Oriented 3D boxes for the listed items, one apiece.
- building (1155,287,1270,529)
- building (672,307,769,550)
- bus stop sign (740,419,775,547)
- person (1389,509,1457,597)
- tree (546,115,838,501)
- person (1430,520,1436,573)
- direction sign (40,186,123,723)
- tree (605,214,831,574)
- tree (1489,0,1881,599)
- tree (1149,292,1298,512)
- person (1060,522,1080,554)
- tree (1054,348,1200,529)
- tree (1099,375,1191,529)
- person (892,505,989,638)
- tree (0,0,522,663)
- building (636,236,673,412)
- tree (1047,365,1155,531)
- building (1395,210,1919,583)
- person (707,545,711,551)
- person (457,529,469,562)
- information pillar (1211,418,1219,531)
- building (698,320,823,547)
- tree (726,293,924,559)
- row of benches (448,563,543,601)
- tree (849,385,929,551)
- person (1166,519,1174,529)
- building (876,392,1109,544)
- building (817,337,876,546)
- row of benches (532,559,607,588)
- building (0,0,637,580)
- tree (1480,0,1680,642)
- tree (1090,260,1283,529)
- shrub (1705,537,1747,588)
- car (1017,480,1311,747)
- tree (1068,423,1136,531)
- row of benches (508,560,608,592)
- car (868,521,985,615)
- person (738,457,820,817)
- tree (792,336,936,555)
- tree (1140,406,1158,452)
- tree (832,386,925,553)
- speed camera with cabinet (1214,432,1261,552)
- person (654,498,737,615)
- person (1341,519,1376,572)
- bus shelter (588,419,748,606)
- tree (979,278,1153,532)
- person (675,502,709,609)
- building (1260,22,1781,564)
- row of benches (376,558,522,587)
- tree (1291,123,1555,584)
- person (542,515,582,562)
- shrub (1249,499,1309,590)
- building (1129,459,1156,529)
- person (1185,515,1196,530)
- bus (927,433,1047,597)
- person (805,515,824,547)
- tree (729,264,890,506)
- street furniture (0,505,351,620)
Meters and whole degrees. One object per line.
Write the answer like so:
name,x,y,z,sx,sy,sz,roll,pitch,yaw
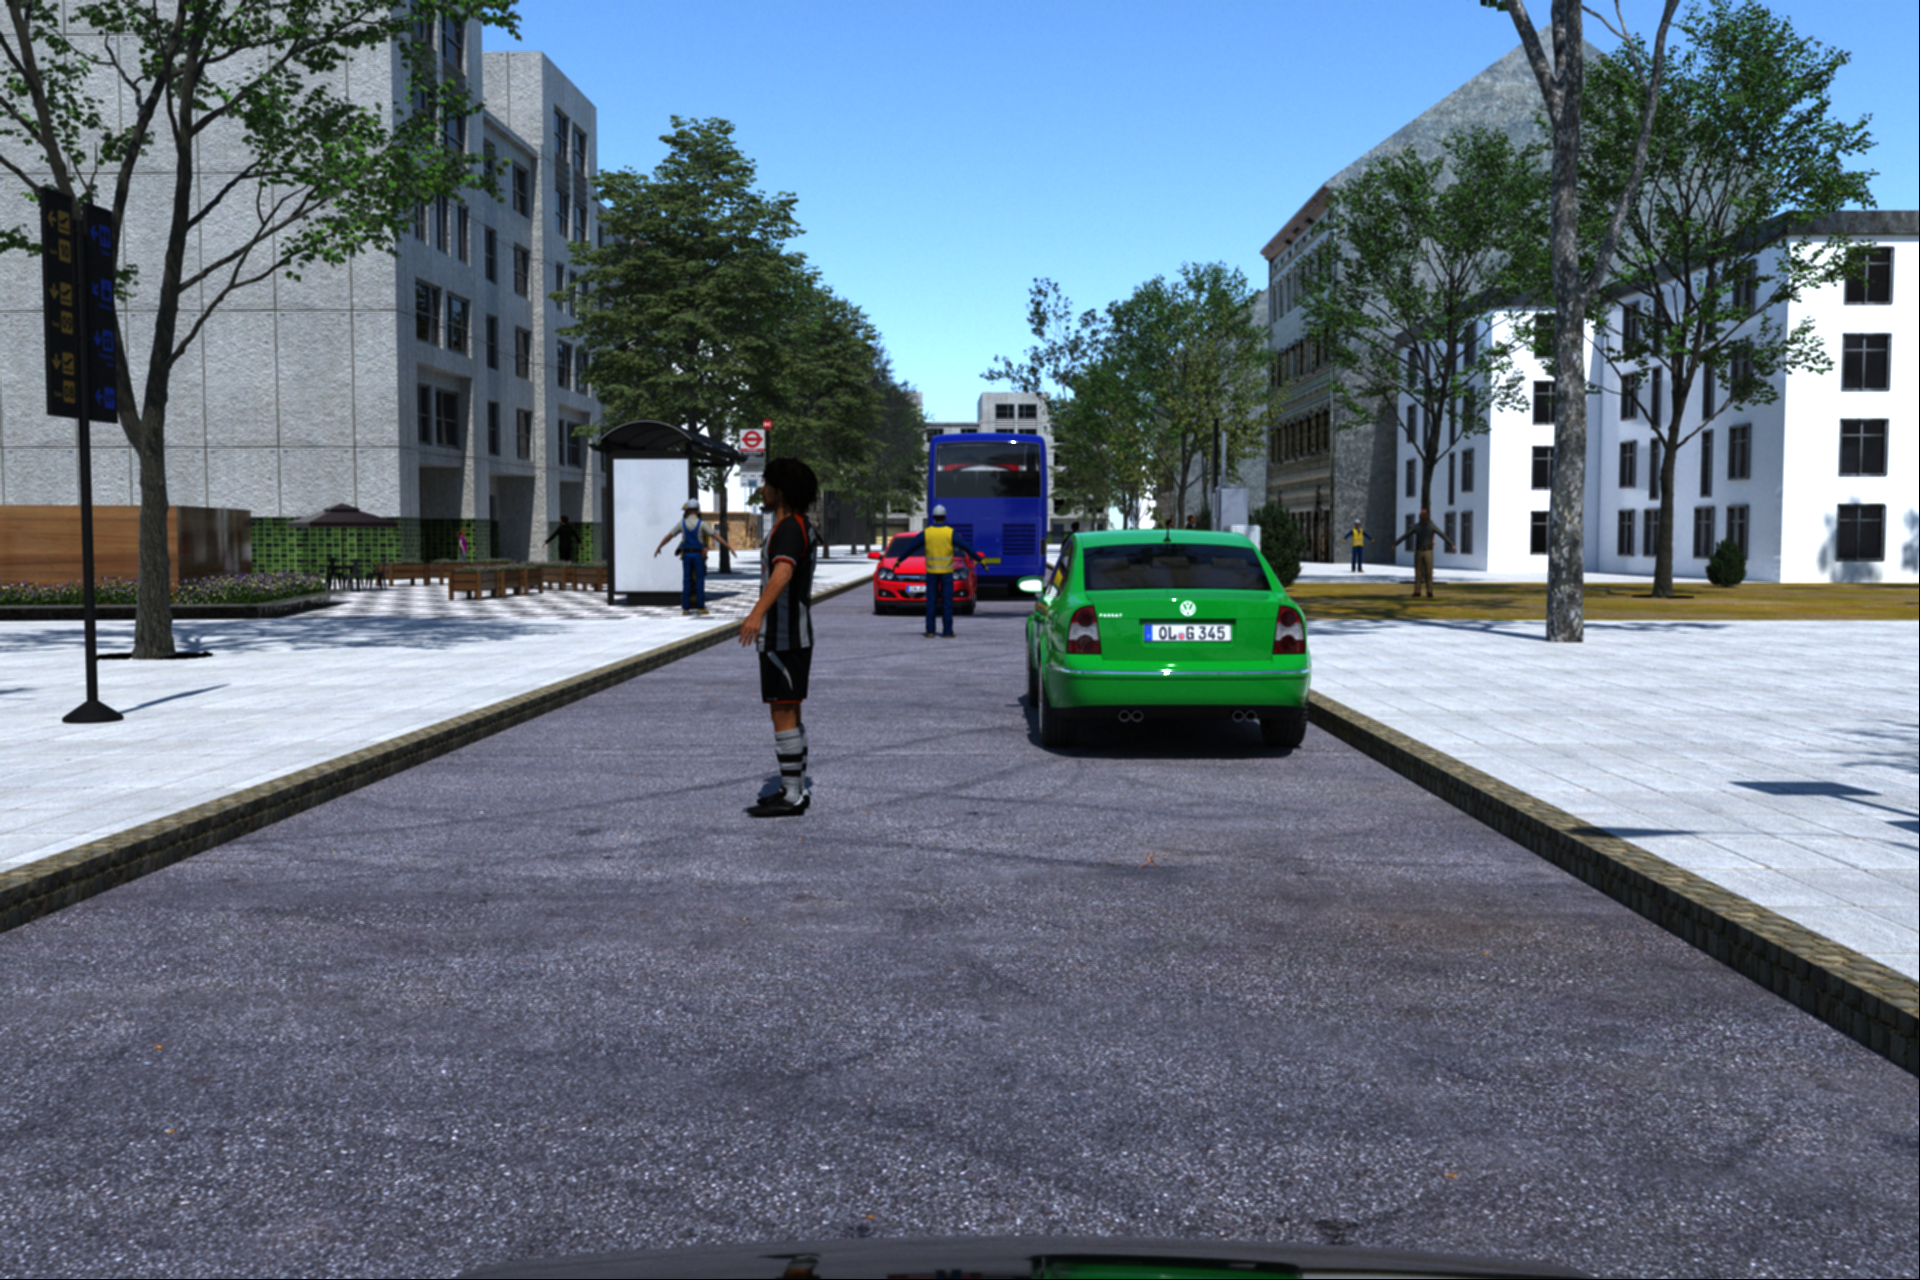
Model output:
building,27.813,-19.885,156.051,19.493,23.208,18.063,0,4,1
building,-22.245,-17.519,142.849,16.016,20.090,11.380,0,4,0
bus stop sign,-4.676,-3.152,40.234,0.855,3.939,0.416,0,4,1
person,9.445,-1.774,35.278,1.348,1.796,0.705,2,4,25
tree,-7.220,-7.891,47.150,7.486,12.596,7.792,0,3,0
person,15.479,-3.052,56.696,0.721,1.733,1.217,1,4,14
direction sign,-5.965,-1.212,11.809,0.379,3.537,0.876,0,4,1
tree,-7.819,-7.981,56.243,9.928,11.665,9.643,0,3,0
tree,14.239,-6.644,34.392,9.928,11.665,9.643,0,3,0
tree,7.796,-6.271,52.900,4.737,8.622,4.395,0,3,0
person,3.013,-2.143,44.213,1.216,1.740,0.721,3,5,44
tree,9.168,-10.290,93.994,9.928,11.665,9.643,0,3,0
tree,8.324,-7.952,80.373,4.737,8.622,4.395,0,3,0
person,-0.281,-0.952,23.998,1.349,1.833,0.705,0,4,5
tree,-8.345,-5.604,17.385,9.928,11.665,9.643,0,3,0
building,-25.896,-15.821,89.594,19.493,23.208,18.063,0,4,2
tree,9.359,-12.111,116.134,7.486,12.596,7.792,0,3,0
building,22.558,-7.156,59.144,9.099,9.664,28.070,0,4,1
person,-6.208,-2.053,39.753,1.347,1.806,0.705,3,5,44
person,-14.622,-2.564,51.184,0.599,1.433,0.991,0,4,-8
information pillar,5.181,-2.686,35.278,0.183,3.616,0.504,0,4,1
building,-23.787,-20.785,170.763,19.493,23.208,18.063,0,4,2
tree,-6.666,-10.842,87.639,12.009,13.543,11.850,0,3,0
row of benches,-9.442,-1.213,35.298,1.422,0.672,4.104,0,4,4
tree,-5.294,-12.884,128.774,7.486,12.596,7.792,0,3,0
person,6.629,-2.893,54.023,0.721,1.740,1.216,1,4,16
building,2.508,-21.607,222.190,31.486,18.905,16.747,0,4,-1
building,-24.359,-21.559,196.463,27.936,21.610,32.646,0,4,0
row of benches,-8.347,-1.630,42.108,4.104,0.672,1.422,-1,4,-12
building,-23.646,-12.086,64.070,16.747,18.905,31.486,0,4,2
tree,6.076,-9.987,19.179,12.611,20.169,13.585,0,3,0
tree,8.503,-8.557,65.663,9.928,11.665,9.643,0,3,0
shrub,18.413,-1.865,41.614,1.383,1.207,1.383,0,3,0
car,1.427,-0.259,13.034,1.959,1.807,4.718,0,4,0
tree,8.327,-9.668,108.440,4.360,8.622,3.978,0,3,0
row of benches,-9.035,-1.473,39.539,4.104,0.672,1.422,3,5,45
car,-0.605,-1.414,32.165,2.155,1.783,4.494,0,4,1
person,-0.919,-0.018,8.894,0.704,1.843,1.345,0,4,2
tree,-6.358,-11.896,104.874,12.009,13.543,11.850,0,3,0
tree,27.370,-22.526,224.184,12.611,20.169,13.585,0,3,0
tree,-6.141,-11.750,117.870,9.928,11.665,9.643,0,3,0
speed camera with cabinet,5.280,-2.359,32.904,0.660,3.252,2.038,0,4,1
person,-4.237,-1.330,27.601,1.347,1.847,0.705,0,4,7
person,13.366,-3.160,58.133,1.216,1.772,0.721,-1,4,-11
bus shelter,-5.480,-2.411,33.340,2.014,3.302,5.546,0,4,1
tree,8.097,-16.715,129.172,12.611,20.169,13.585,0,3,0
person,-4.587,-1.457,29.586,0.705,1.858,1.354,-2,4,-24
building,25.592,-15.453,83.579,19.493,23.208,18.063,0,4,1
row of benches,-12.874,-1.749,44.062,1.422,0.672,4.104,3,4,38
tree,12.106,-7.251,44.312,9.928,11.665,9.643,0,3,0
person,-11.173,-2.610,48.863,0.705,1.806,1.347,3,5,40
shrub,6.951,-2.133,38.918,1.661,2.075,1.752,0,3,0
building,24.420,-15.332,192.822,9.099,9.664,28.070,0,4,1
person,6.361,-2.528,47.554,0.704,1.802,1.346,0,4,7
bus,0.551,-3.118,42.528,2.896,3.916,12.251,0,4,0
person,-4.302,-2.568,47.923,1.347,1.837,0.705,-2,4,-34
tree,-6.432,-9.499,73.435,7.486,12.596,7.792,0,3,0
street furniture,-13.673,-1.283,27.838,11.010,1.723,9.812,-1,4,-10
